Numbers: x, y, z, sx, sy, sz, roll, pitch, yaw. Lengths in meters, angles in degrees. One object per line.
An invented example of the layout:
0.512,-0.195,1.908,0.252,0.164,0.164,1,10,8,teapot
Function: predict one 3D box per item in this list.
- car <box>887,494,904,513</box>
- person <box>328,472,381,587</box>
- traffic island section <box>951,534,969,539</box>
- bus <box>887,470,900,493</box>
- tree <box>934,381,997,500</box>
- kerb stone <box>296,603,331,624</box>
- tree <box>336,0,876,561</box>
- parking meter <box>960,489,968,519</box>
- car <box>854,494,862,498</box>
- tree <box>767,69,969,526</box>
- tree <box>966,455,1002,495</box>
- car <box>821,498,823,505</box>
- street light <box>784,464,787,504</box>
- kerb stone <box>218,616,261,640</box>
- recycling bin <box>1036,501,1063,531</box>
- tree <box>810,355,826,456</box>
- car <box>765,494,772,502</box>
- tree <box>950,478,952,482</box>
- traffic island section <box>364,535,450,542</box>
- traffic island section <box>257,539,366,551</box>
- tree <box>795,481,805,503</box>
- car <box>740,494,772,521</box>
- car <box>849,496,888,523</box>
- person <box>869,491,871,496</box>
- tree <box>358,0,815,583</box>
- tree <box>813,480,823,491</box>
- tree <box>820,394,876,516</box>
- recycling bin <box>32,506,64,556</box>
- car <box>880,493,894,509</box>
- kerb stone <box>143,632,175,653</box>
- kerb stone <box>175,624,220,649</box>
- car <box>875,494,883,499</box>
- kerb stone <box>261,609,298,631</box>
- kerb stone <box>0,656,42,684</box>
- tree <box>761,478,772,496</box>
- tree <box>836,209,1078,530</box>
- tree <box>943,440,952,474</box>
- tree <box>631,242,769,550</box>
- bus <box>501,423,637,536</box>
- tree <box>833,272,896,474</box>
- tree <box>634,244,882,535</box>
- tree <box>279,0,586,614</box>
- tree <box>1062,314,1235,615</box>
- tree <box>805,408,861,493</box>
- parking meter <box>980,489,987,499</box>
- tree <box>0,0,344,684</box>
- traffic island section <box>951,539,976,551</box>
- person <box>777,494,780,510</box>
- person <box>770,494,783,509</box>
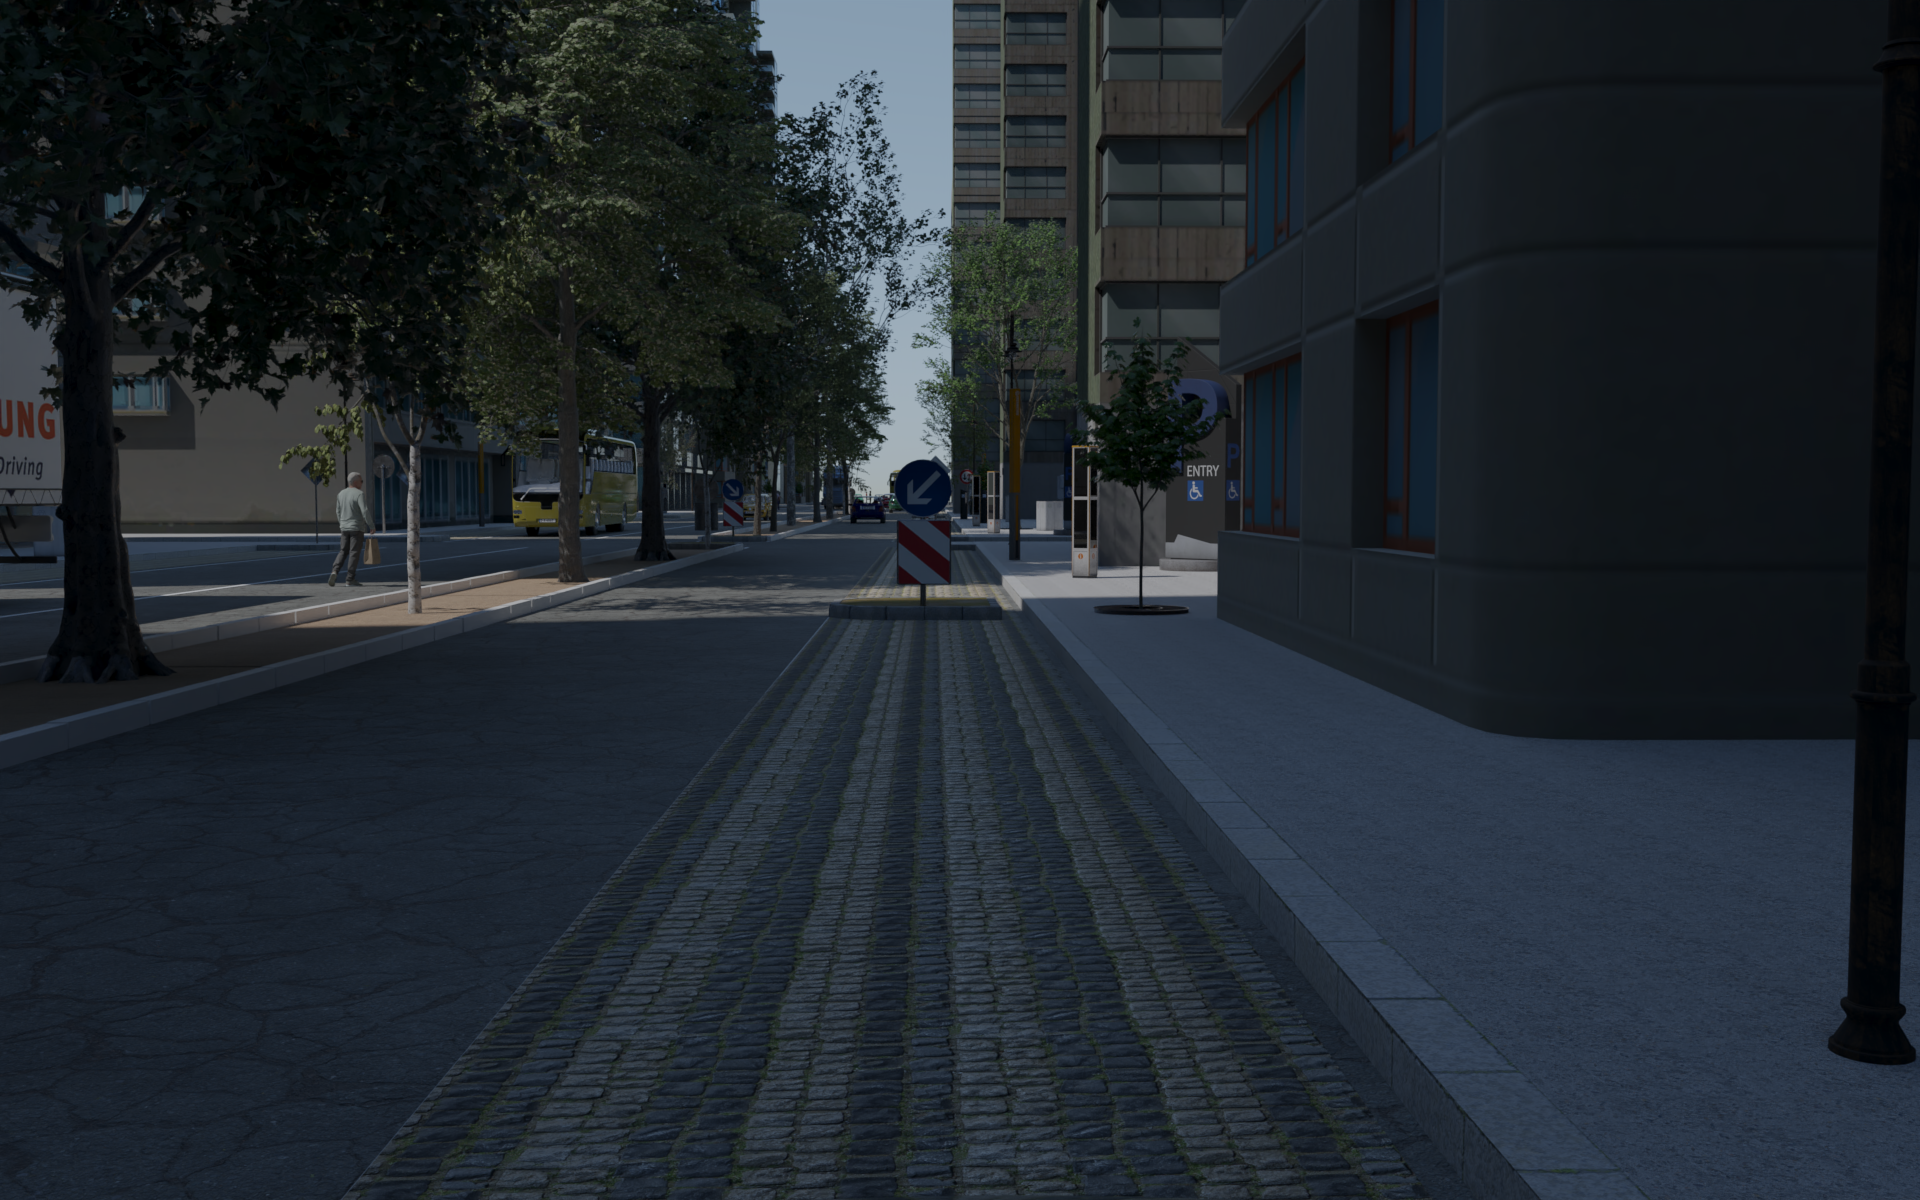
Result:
-4.488,-7.364,132.194,2.131,1.459,4.920,0,4,-1,car
-9.344,-1.087,26.753,0.782,1.767,0.515,2,4,24,person
-0.740,-1.890,53.175,2.009,0.180,2.903,0,4,-1,traffic island section
-5.877,-11.219,174.982,2.896,3.916,12.252,0,4,-3,bus
0.562,-9.769,110.089,4.737,8.622,4.395,0,3,0,tree
-7.332,0.168,19.456,0.120,0.150,1.000,0,4,-1,kerb stone
-6.598,-7.174,36.761,9.611,12.733,9.660,0,3,0,tree
0.196,-4.860,87.871,0.372,1.533,0.369,0,3,0,parking meter
-12.931,-12.705,216.525,1.959,1.807,4.718,0,4,-2,car
-6.351,-13.336,76.387,12.611,20.169,13.585,0,3,0,tree
1.111,-5.520,84.858,1.663,3.219,1.824,0,3,0,tree
-16.744,-12.763,221.262,1.945,1.354,3.894,0,4,1,car
-21.441,-14.725,213.534,0.468,5.910,1.993,0,4,-1,street light
-7.298,0.294,17.393,0.120,0.150,1.000,0,4,-1,kerb stone
3.144,-2.944,60.681,0.722,1.027,0.722,-2,4,-24,recycling bin
-7.944,-11.679,119.170,9.928,11.665,9.643,0,3,0,tree
-14.357,-6.926,123.463,2.015,1.641,3.980,0,4,1,car
-0.619,-10.594,167.814,1.663,3.219,1.824,0,3,0,tree
-16.829,-1.874,52.918,2.009,0.180,2.903,0,4,-1,traffic island section
-16.698,-1.386,44.934,2.009,0.180,2.903,0,4,-1,traffic island section
-21.978,-14.899,238.203,1.663,3.219,1.824,0,3,0,tree
-11.150,-5.120,93.927,2.015,1.641,3.980,0,3,0,car
-4.539,-4.473,85.720,1.945,1.354,3.894,0,4,-2,car
-11.354,-12.958,220.000,0.705,1.869,1.348,1,4,9,person
-6.180,-6.524,27.248,7.486,12.596,7.792,0,3,0,tree
-23.709,-18.403,284.595,4.285,4.588,4.351,0,3,0,tree
-8.060,-10.622,126.491,4.360,8.622,3.978,0,3,0,tree
-18.738,-1.427,35.885,0.722,1.027,0.722,-1,4,-17,recycling bin
-5.841,-8.416,146.635,2.155,1.783,4.494,0,4,-2,car
-7.265,0.419,15.348,0.120,0.150,1.000,0,4,-1,kerb stone
-7.286,0.361,16.371,0.120,0.150,1.000,0,4,-1,kerb stone
-12.727,-15.935,272.539,2.014,1.417,4.499,0,4,-2,car
-7.320,0.233,18.424,0.120,0.150,1.000,0,4,-1,kerb stone
-7.235,0.546,13.304,0.120,0.150,1.000,0,4,-1,kerb stone
-21.096,-12.006,190.895,1.663,3.219,1.824,0,3,0,tree
2.065,-8.359,62.423,9.928,11.665,9.643,0,3,0,tree
-0.113,-16.252,216.086,4.360,8.622,3.978,0,3,0,tree
-6.451,-5.574,43.961,4.360,8.622,3.978,0,3,0,tree
-13.882,-4.369,62.979,2.896,3.916,12.252,0,4,-2,bus
-7.108,-10.162,86.737,7.486,12.596,7.792,0,3,0,tree
-7.109,-7.845,65.137,8.767,10.594,7.601,0,4,-1,tree
-6.544,-4.148,20.632,4.737,8.622,4.395,0,3,0,tree
1.926,-1.483,18.847,1.663,3.219,1.824,0,3,0,tree
-8.011,-9.454,107.389,4.737,8.622,4.395,0,3,0,tree
1.115,-4.529,82.467,0.372,1.533,0.369,0,3,0,parking meter
-6.707,-5.721,13.003,9.611,12.733,9.660,0,3,0,tree
-0.609,-1.401,45.191,2.009,0.180,2.903,0,4,-1,traffic island section
-16.433,-8.902,154.993,0.756,1.711,0.436,1,4,19,person
-17.848,-9.732,167.627,1.348,1.824,0.705,-1,4,-10,person
